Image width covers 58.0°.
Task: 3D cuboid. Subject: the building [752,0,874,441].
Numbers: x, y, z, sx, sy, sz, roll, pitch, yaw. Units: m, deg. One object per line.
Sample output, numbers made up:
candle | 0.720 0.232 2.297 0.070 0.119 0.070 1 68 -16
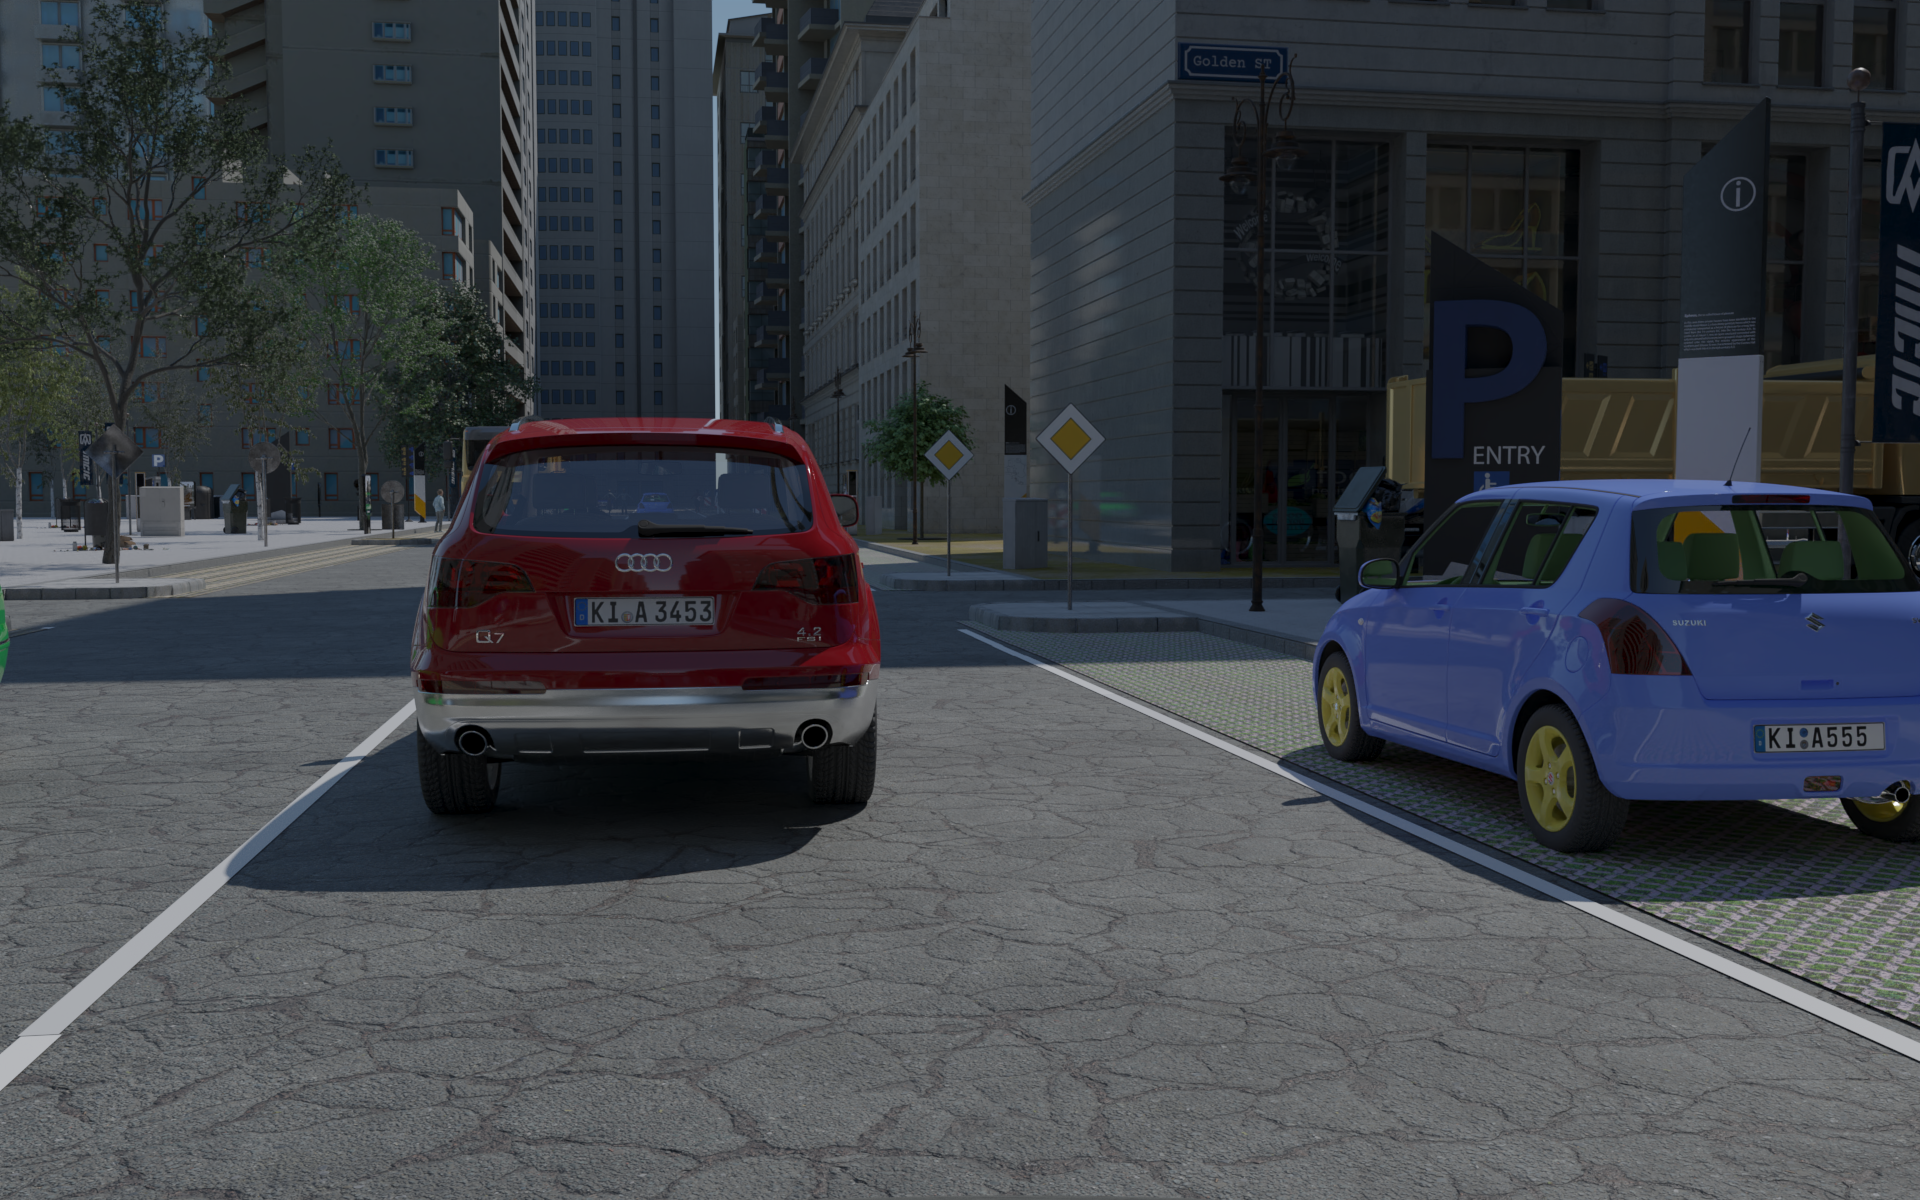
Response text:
building | -2.731 -28.397 118.910 22.147 44.769 28.867 -1 4 -10

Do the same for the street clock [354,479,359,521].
street clock | -28.793 -4.800 83.053 0.471 2.002 0.358 1 4 9

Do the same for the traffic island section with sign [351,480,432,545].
traffic island section with sign | -16.125 -2.484 49.239 1.989 1.847 2.006 -1 4 -10

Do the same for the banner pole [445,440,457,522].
banner pole | -23.799 -5.565 81.009 0.401 3.779 0.863 1 4 17

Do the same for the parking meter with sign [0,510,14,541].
parking meter with sign | -26.342 -3.066 46.392 0.543 3.016 1.738 2 4 33

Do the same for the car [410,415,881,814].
car | -1.628 -0.045 9.406 2.281 1.827 5.304 -1 4 -8

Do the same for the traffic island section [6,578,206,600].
traffic island section | -12.161 -0.163 24.952 2.009 0.180 2.903 -1 4 -10

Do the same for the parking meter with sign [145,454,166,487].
parking meter with sign | -35.138 -4.838 75.369 0.543 3.016 1.738 0 4 -5

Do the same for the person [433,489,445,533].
person | -19.250 -3.291 64.115 0.330 1.601 0.589 -3 5 -44

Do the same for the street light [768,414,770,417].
street light | -11.110 -7.814 100.541 0.468 5.910 1.993 -1 4 -10

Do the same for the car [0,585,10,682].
car | -6.031 0.051 7.966 1.959 1.807 4.718 -1 4 -9

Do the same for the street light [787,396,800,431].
street light | -7.839 -6.659 81.659 0.468 5.910 1.993 -1 4 -10

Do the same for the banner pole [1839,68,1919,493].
banner pole | 5.514 -1.243 10.333 0.863 3.779 0.401 -1 4 -9

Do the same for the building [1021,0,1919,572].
building | 17.044 -15.778 35.459 29.804 29.767 11.434 -1 4 -10

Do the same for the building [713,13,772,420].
building | -14.419 -37.388 200.526 27.495 52.752 28.713 -1 4 -10

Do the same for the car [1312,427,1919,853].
car | 2.984 0.079 8.293 1.945 1.707 3.694 -1 4 -9

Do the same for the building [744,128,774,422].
building | -10.518 -22.572 140.749 14.160 30.474 14.107 -1 4 -10

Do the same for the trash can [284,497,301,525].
trash can | -27.864 -3.713 72.365 0.748 1.137 0.748 0 3 0

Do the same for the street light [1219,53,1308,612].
street light | 3.252 -2.813 18.786 0.468 5.910 1.993 -1 4 -10

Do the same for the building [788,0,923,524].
building | 0.553 -15.575 87.939 16.112 22.955 30.059 -1 4 -10

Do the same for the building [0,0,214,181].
building | -75.619 -32.643 153.315 30.456 49.044 23.786 -1 4 -10

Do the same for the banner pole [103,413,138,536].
banner pole | -25.883 -3.876 53.396 0.863 3.779 0.401 -2 4 -28

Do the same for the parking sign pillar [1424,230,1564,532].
parking sign pillar | 5.383 -1.774 17.484 1.447 3.967 1.447 1 4 21

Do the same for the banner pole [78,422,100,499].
banner pole | -30.297 -4.304 60.395 0.401 3.779 0.863 3 4 37

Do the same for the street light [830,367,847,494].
street light | -4.415 -5.506 62.804 0.468 5.910 1.993 -1 4 -10

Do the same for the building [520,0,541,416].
building | -50.112 -44.123 159.663 20.611 71.187 20.563 -1 4 -10

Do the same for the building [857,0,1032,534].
building | 2.355 -12.832 64.559 10.420 20.320 16.860 -1 4 -10

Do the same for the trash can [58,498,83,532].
trash can | -29.954 -2.855 58.332 0.748 1.137 0.748 0 3 0

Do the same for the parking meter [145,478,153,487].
parking meter | -29.415 -3.481 62.625 0.255 1.863 0.399 3 4 39

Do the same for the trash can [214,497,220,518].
trash can | -39.433 -4.884 91.505 0.748 1.137 0.748 0 3 0

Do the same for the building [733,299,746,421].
building | -6.780 -19.484 163.597 27.650 21.520 28.899 -1 4 -10

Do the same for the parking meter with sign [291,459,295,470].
parking meter with sign | -33.260 -5.425 84.955 0.543 3.016 1.738 0 4 5

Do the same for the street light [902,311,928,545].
street light | -1.144 -4.351 43.922 0.468 5.910 1.993 -1 4 -10

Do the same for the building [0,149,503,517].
building | -44.551 -16.222 110.262 27.650 21.520 28.899 -1 4 -10

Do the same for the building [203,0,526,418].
building | -45.824 -31.276 135.065 21.300 48.544 21.600 -1 4 -10

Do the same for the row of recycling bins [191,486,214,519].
row of recycling bins | -38.926 -5.012 89.056 1.069 1.692 3.534 -1 4 -20

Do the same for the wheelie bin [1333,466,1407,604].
wheelie bin | 4.747 -0.743 20.051 0.693 1.594 0.980 -1 4 -14

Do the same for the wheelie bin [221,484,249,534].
wheelie bin | -23.460 -2.945 56.066 0.980 1.594 0.693 3 5 42

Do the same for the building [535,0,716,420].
building | -41.673 -39.718 191.391 28.212 58.520 21.231 -1 4 -10

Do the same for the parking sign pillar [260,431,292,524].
parking sign pillar | -29.302 -5.236 74.083 1.447 3.967 1.447 -1 4 -14
